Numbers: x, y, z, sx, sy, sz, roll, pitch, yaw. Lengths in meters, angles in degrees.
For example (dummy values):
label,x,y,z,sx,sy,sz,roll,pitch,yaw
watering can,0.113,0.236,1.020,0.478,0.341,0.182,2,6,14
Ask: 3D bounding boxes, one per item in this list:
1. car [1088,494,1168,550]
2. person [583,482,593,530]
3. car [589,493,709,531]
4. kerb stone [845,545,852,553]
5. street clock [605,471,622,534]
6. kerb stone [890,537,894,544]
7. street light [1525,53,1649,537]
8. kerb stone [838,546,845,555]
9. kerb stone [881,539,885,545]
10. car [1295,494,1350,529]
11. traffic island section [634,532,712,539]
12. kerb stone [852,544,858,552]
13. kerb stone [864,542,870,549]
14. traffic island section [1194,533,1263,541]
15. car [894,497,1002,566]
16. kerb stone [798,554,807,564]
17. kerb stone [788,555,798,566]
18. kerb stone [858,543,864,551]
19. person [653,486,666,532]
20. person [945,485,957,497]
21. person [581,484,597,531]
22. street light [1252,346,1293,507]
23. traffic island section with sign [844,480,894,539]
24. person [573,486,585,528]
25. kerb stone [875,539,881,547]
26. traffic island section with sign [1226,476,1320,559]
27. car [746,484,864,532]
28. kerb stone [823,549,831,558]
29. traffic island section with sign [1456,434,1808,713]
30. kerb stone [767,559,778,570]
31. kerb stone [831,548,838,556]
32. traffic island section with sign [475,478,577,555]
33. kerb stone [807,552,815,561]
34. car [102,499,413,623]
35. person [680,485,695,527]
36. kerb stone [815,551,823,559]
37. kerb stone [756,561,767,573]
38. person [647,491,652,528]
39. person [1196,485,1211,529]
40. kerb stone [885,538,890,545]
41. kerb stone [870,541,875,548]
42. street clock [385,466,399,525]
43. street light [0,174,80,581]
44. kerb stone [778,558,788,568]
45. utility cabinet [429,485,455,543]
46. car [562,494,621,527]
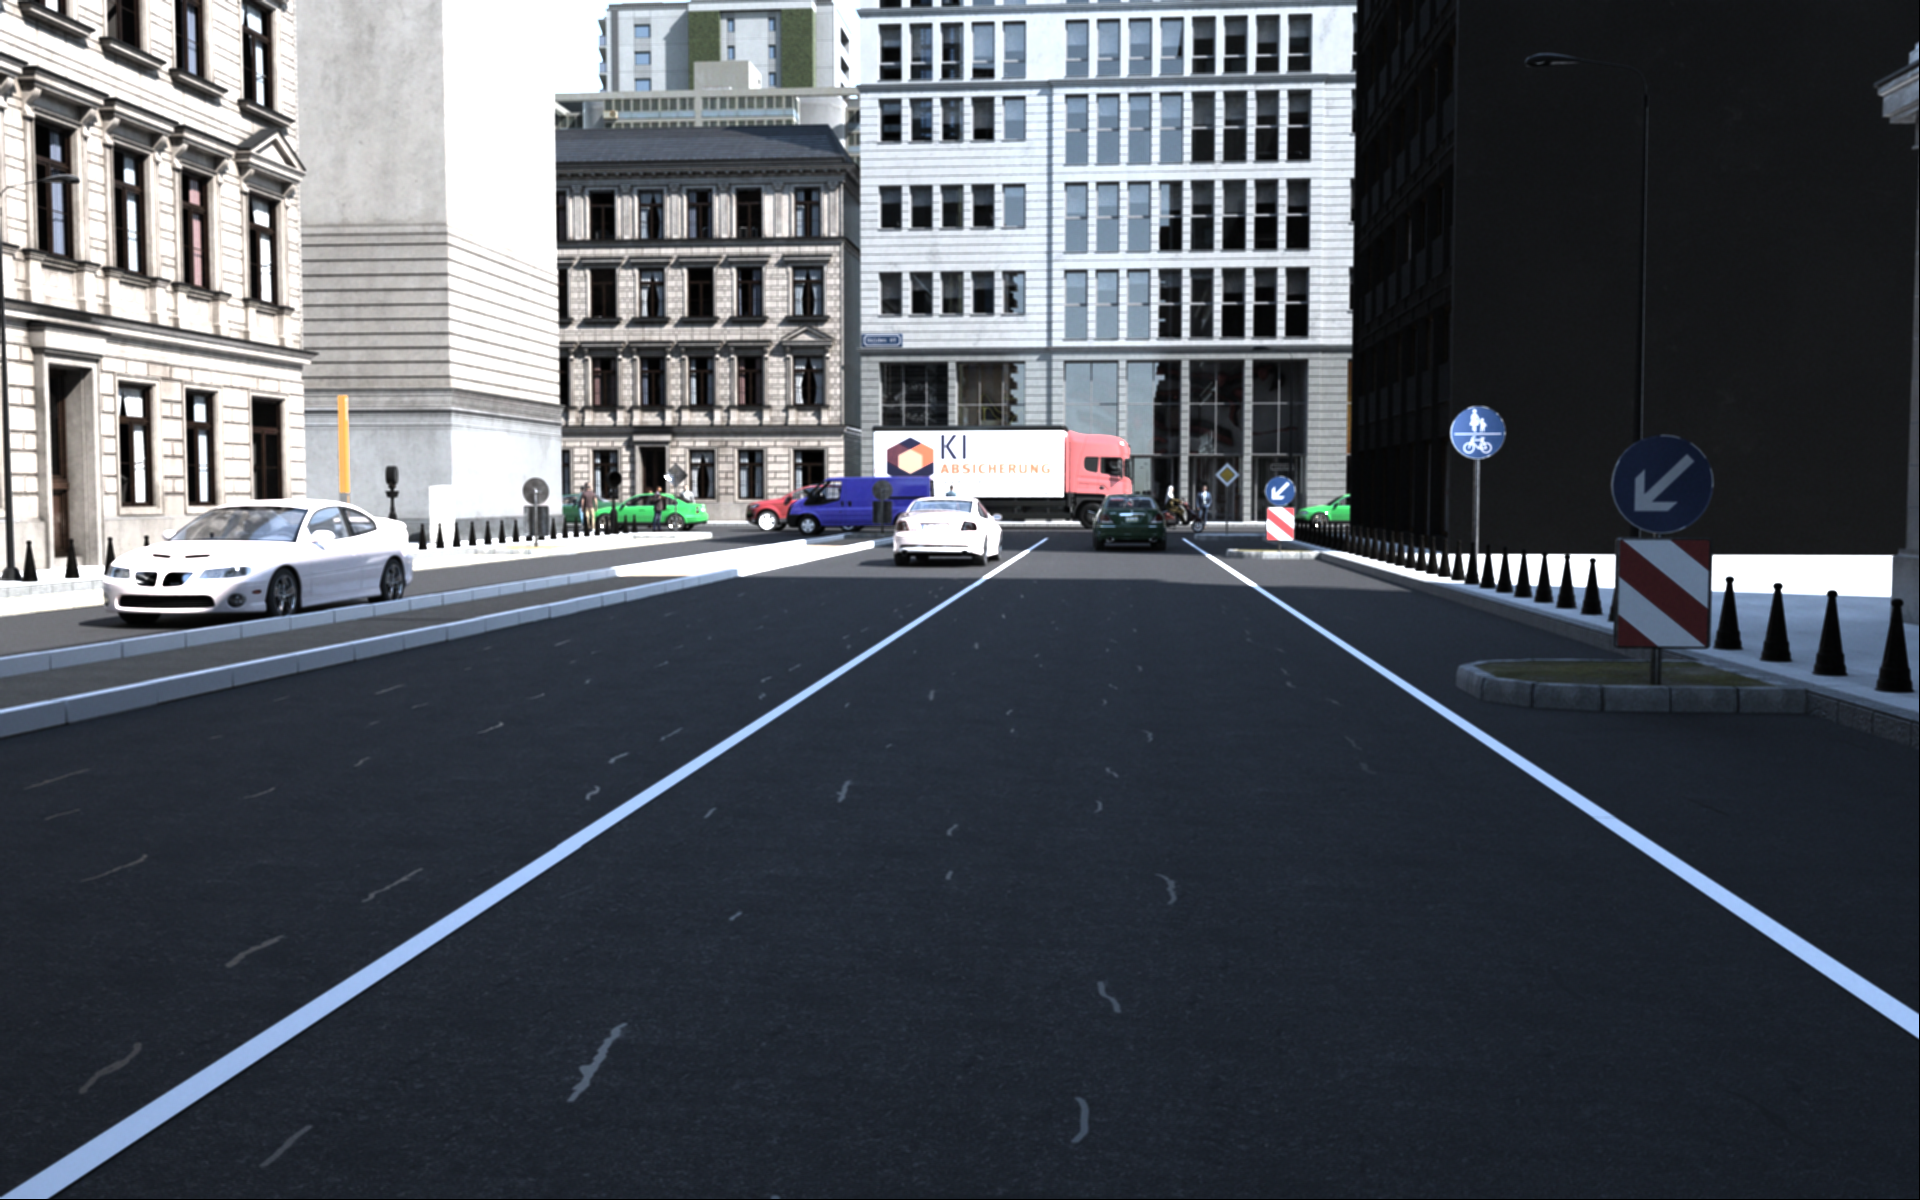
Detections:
label,x,y,z,sx,sy,sz,roll,pitch,yaw
car,4.425,-2.061,45.499,2.131,1.459,4.920,0,4,3
person,-14.945,-3.782,69.691,0.474,1.900,0.648,-1,4,-19
car,-12.257,-3.613,67.861,4.718,1.807,1.959,0,4,6
kerb stone,-2.819,-1.210,41.976,0.120,0.150,1.000,0,4,5
street clock,-11.098,-3.115,55.505,0.471,2.002,0.358,-3,5,-42
kerb stone,-2.077,-1.710,50.152,0.120,0.150,1.000,0,4,5
street light,6.663,-2.805,18.397,1.470,5.913,1.316,0,4,5
kerb stone,-2.908,-1.147,40.953,0.120,0.150,1.000,0,4,5
kerb stone,-2.266,-1.585,48.108,0.120,0.150,1.000,0,4,5
car,16.237,-3.854,71.807,4.718,1.807,1.959,0,4,5
traffic island section,-9.264,-2.085,56.373,2.009,0.180,2.903,0,4,5
kerb stone,-2.722,-1.270,43.006,0.120,0.150,1.000,0,4,5
kerb stone,-2.545,-1.397,45.047,0.120,0.150,1.000,0,4,5
traffic island section,8.456,-1.988,54.781,2.009,0.180,2.903,0,4,5
car,-0.218,-1.449,36.051,2.083,1.381,4.827,0,4,7
kerb stone,-3.361,-0.835,35.846,0.120,0.150,1.000,0,4,5
kerb stone,-3.458,-0.768,34.826,0.120,0.150,1.000,0,4,5
kerb stone,-2.631,-1.331,44.026,0.120,0.150,1.000,0,4,5
person,-11.252,-3.397,64.862,0.431,1.722,0.655,1,4,14
person,-0.296,-3.751,69.954,0.598,1.807,0.434,3,5,41
person,-14.248,-3.544,66.565,0.598,1.807,0.434,-1,4,-8
street light,9.871,-5.014,54.528,1.470,5.913,1.316,0,4,5
traffic island section with sign,-2.599,-2.928,56.011,2.006,1.907,1.989,0,4,5
person,-15.757,-3.885,72.369,0.721,1.781,0.623,2,4,29
kerb stone,-2.357,-1.522,47.087,0.120,0.150,1.000,0,4,5
traffic island section with sign,7.071,-1.872,39.235,1.989,1.847,2.006,0,4,5
car,-5.654,-3.575,67.125,5.304,1.827,2.281,0,4,6
kerb stone,-3.094,-1.022,38.913,0.120,0.150,1.000,0,4,5
traffic island section with sign,4.651,-0.228,12.350,1.989,1.847,2.006,0,4,5
kerb stone,-3.642,-0.648,32.786,0.120,0.150,1.000,0,4,5
kerb stone,-3.000,-1.085,39.933,0.120,0.150,1.000,0,4,5
traffic island section with sign,-10.276,-2.003,41.384,1.989,1.847,2.006,0,4,5
kerb stone,-3.278,-0.897,36.867,0.120,0.150,1.000,0,4,5
car,-8.189,-0.505,20.621,2.083,1.381,4.827,0,4,6
person,-11.149,-3.800,70.758,0.709,1.813,0.853,-1,4,-9
kerb stone,-3.188,-0.960,37.888,0.120,0.150,1.000,0,4,5
kerb stone,-3.738,-0.585,31.758,0.120,0.150,1.000,0,4,5
person,-13.101,-3.796,72.836,0.388,1.546,0.482,1,4,19
person,10.089,-3.870,71.950,0.721,1.800,0.419,0,4,-3
kerb stone,-2.168,-1.647,49.128,0.120,0.150,1.000,0,4,5
kerb stone,-2.445,-1.454,46.067,0.120,0.150,1.000,0,4,5
street clock,-14.768,-2.477,45.070,0.358,2.002,0.471,0,4,-7
street light,-13.487,-3.231,25.373,1.470,5.913,1.316,0,4,5
kerb stone,-3.555,-0.710,33.806,0.120,0.150,1.000,0,4,5
utility cabinet,-13.492,-2.226,45.079,0.318,1.500,1.173,0,4,0
car,-17.108,-3.922,75.928,4.920,1.459,2.131,0,4,4
